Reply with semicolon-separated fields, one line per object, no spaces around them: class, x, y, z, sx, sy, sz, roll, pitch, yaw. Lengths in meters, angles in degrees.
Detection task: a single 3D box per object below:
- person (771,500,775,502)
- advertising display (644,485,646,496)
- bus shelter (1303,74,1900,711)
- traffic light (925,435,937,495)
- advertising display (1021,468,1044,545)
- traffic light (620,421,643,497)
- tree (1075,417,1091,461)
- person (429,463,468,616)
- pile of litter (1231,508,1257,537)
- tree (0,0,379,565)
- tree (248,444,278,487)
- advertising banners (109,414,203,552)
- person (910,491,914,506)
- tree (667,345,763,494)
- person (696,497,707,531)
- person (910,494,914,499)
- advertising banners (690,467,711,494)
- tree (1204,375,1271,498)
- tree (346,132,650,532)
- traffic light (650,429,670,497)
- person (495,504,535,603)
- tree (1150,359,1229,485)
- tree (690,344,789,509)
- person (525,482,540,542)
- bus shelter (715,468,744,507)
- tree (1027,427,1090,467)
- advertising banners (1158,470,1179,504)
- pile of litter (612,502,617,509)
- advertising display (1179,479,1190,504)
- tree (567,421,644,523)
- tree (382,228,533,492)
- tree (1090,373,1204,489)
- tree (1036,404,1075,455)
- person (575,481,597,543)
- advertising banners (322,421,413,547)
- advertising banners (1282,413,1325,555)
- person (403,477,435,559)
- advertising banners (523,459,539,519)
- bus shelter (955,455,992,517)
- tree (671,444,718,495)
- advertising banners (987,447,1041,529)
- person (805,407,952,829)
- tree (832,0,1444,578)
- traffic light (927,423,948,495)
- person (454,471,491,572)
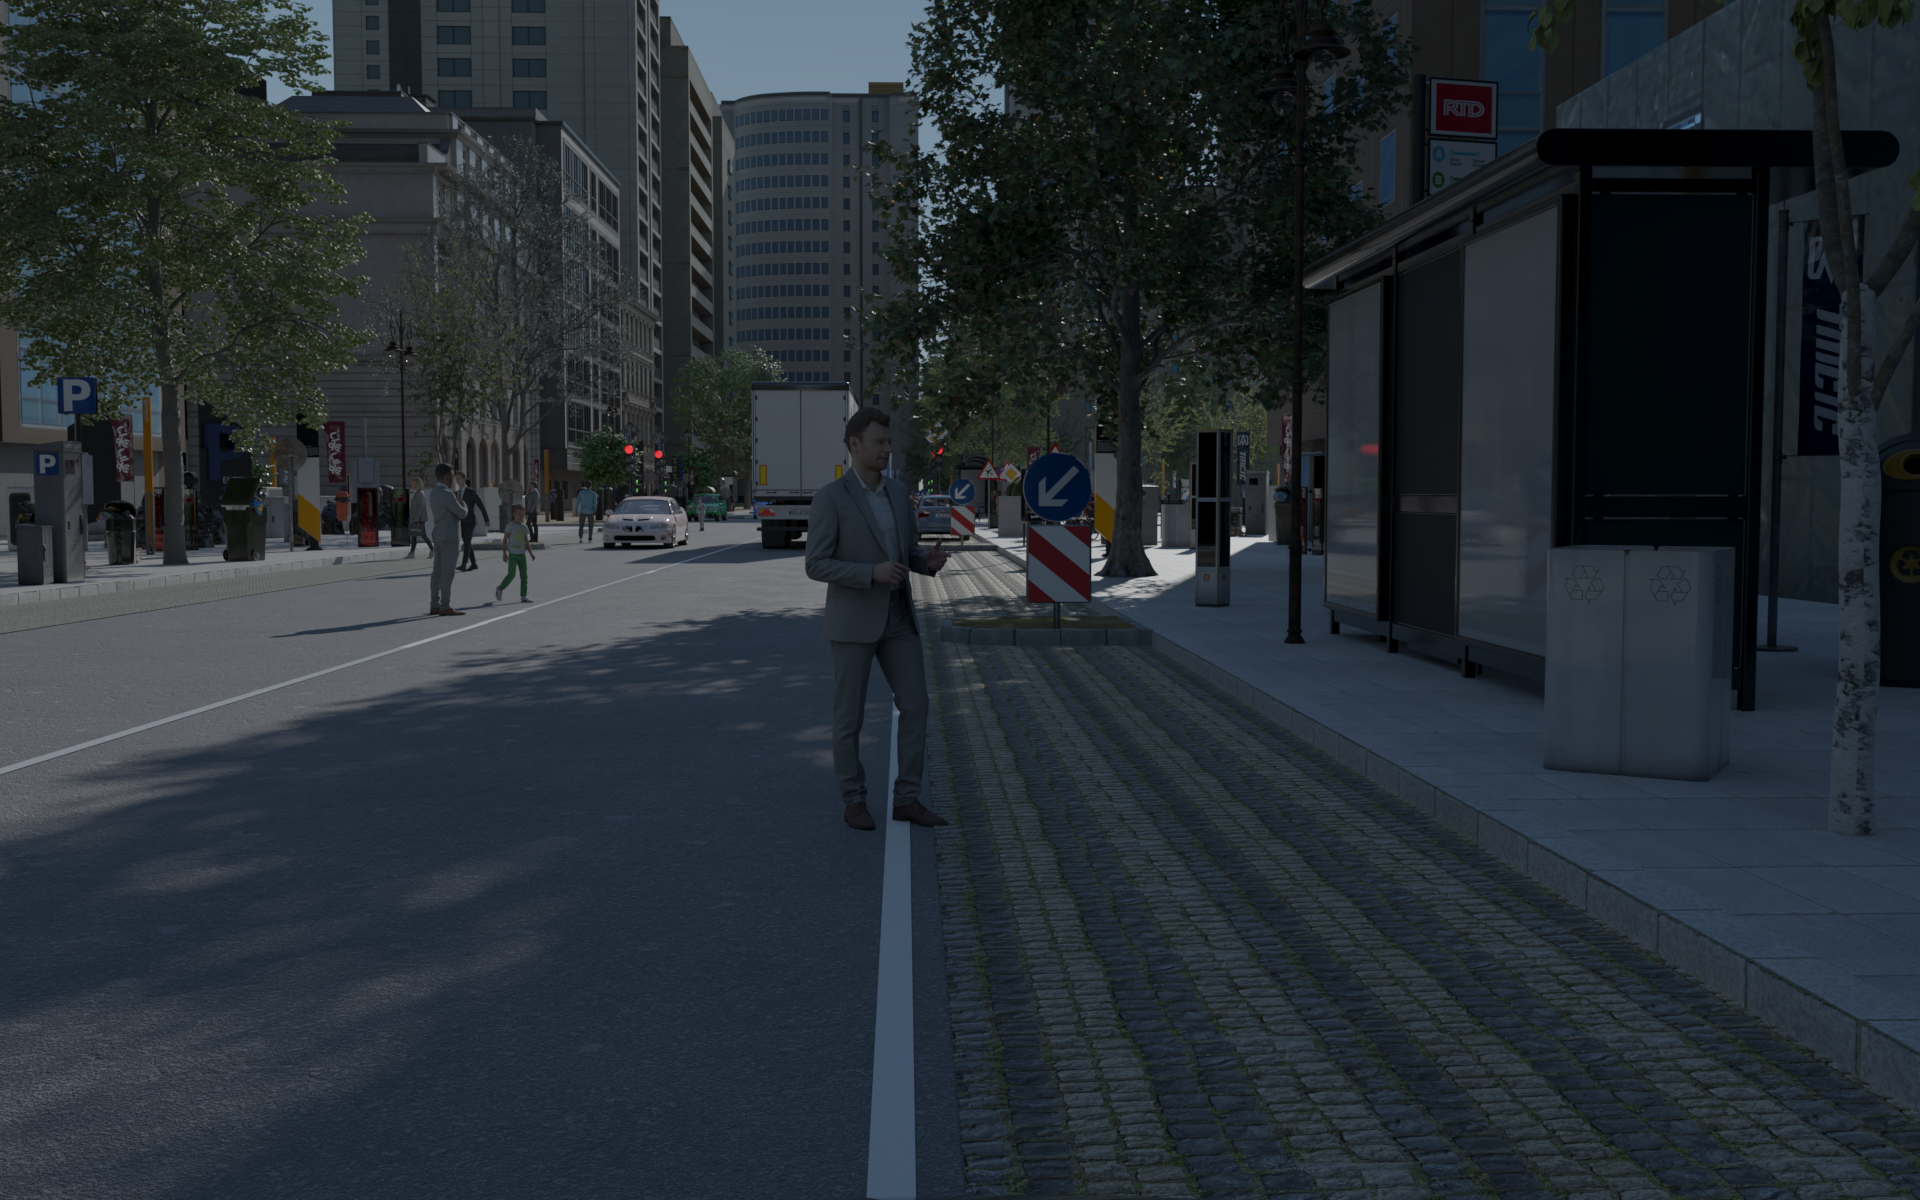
person;-9.027;-4.674;85.263;0.374;1.781;0.599;-3;5;-43
advertising display;-23.422;-7.429;126.679;0.974;1.923;0.123;-1;4;-10
bus shelter;4.233;-2.244;14.314;2.179;5.291;8.768;0;4;-2
traffic light;-1.108;-5.263;74.968;0.839;4.253;0.868;0;4;-2
advertising display;1.835;-2.351;43.655;0.123;1.923;0.974;2;4;33
traffic light;-12.656;-4.751;66.593;0.839;4.253;0.868;0;4;-2
tree;11.328;-10.886;128.346;4.360;8.622;3.978;0;3;0
person;-6.042;-0.725;20.542;0.511;1.800;0.466;3;4;37
pile of litter;8.179;-2.369;52.698;1.176;0.858;1.719;-3;4;-37
tree;-14.816;-6.925;31.351;7.486;12.596;7.792;0;3;0
tree;-24.424;-3.974;59.575;1.663;3.219;1.824;0;3;0
advertising banners;-17.911;-2.594;38.607;0.090;3.025;2.074;3;4;36
person;-5.034;-10.525;181.142;0.434;1.755;0.990;1;4;13
tree;-16.682;-11.906;120.418;9.928;11.665;9.643;0;3;0
person;-10.013;-3.317;67.012;0.425;1.301;0.394;0;4;6
person;-5.127;-10.244;179.182;0.628;1.438;0.799;3;4;37
advertising banners;-16.443;-6.947;109.764;2.074;3.025;0.090;3;4;38
tree;16.114;-8.941;96.541;4.360;8.622;3.978;0;3;0
tree;-15.211;-9.038;58.146;12.009;13.543;11.850;0;3;0
traffic light;-12.913;-5.239;74.574;0.839;4.253;0.868;0;4;-2
person;-5.899;-0.624;22.944;0.590;1.304;0.306;2;4;27
tree;18.977;-13.746;142.871;7.486;12.596;7.792;0;3;0
tree;-18.262;-14.795;148.555;9.857;13.997;8.962;0;3;0
person;-12.641;-2.598;51.158;0.473;1.802;0.592;0;4;3
bus shelter;-18.417;-8.790;137.645;2.014;3.302;5.546;0;4;-2
tree;2.695;-3.421;50.541;1.663;3.219;1.824;0;3;0
advertising banners;15.330;-8.052;127.831;2.074;3.025;0.090;-3;5;-41
pile of litter;-18.184;-4.828;92.894;1.176;0.858;1.719;-1;4;-22
advertising display;9.853;-4.335;76.085;0.123;1.923;0.974;2;4;31
tree;-15.952;-5.771;78.062;4.285;4.588;4.351;0;3;0
tree;-14.330;-6.023;48.846;4.360;8.622;3.978;0;3;0
tree;10.238;-8.840;94.894;4.360;8.622;3.978;0;3;0
tree;8.198;-11.691;141.516;4.360;8.622;3.978;0;3;0
person;-10.904;-2.566;50.473;0.660;1.820;0.620;0;4;-4
advertising banners;-14.307;-2.795;41.887;2.074;3.025;0.090;-2;4;-25
advertising banners;7.317;-2.495;36.980;0.090;3.025;2.074;-1;4;-15
person;-11.894;-1.801;38.134;0.728;1.800;0.709;-2;4;-25
advertising banners;-21.733;-5.590;87.590;0.090;3.025;2.074;-3;4;-39
bus shelter;0.848;-6.050;92.849;2.014;3.302;5.546;0;4;-2
tree;-17.286;-7.928;113.340;4.285;4.588;4.351;0;3;0
advertising banners;1.990;-4.157;64.147;2.074;3.025;0.090;1;4;18
person;-0.324;0.080;7.397;0.583;1.804;0.606;3;5;43
tree;2.723;-6.719;26.866;9.611;12.733;9.660;0;3;0
traffic light;-0.851;-4.775;66.987;0.839;4.253;0.868;0;4;-2
person;-9.163;-1.452;32.019;0.659;1.850;0.755;2;4;27
